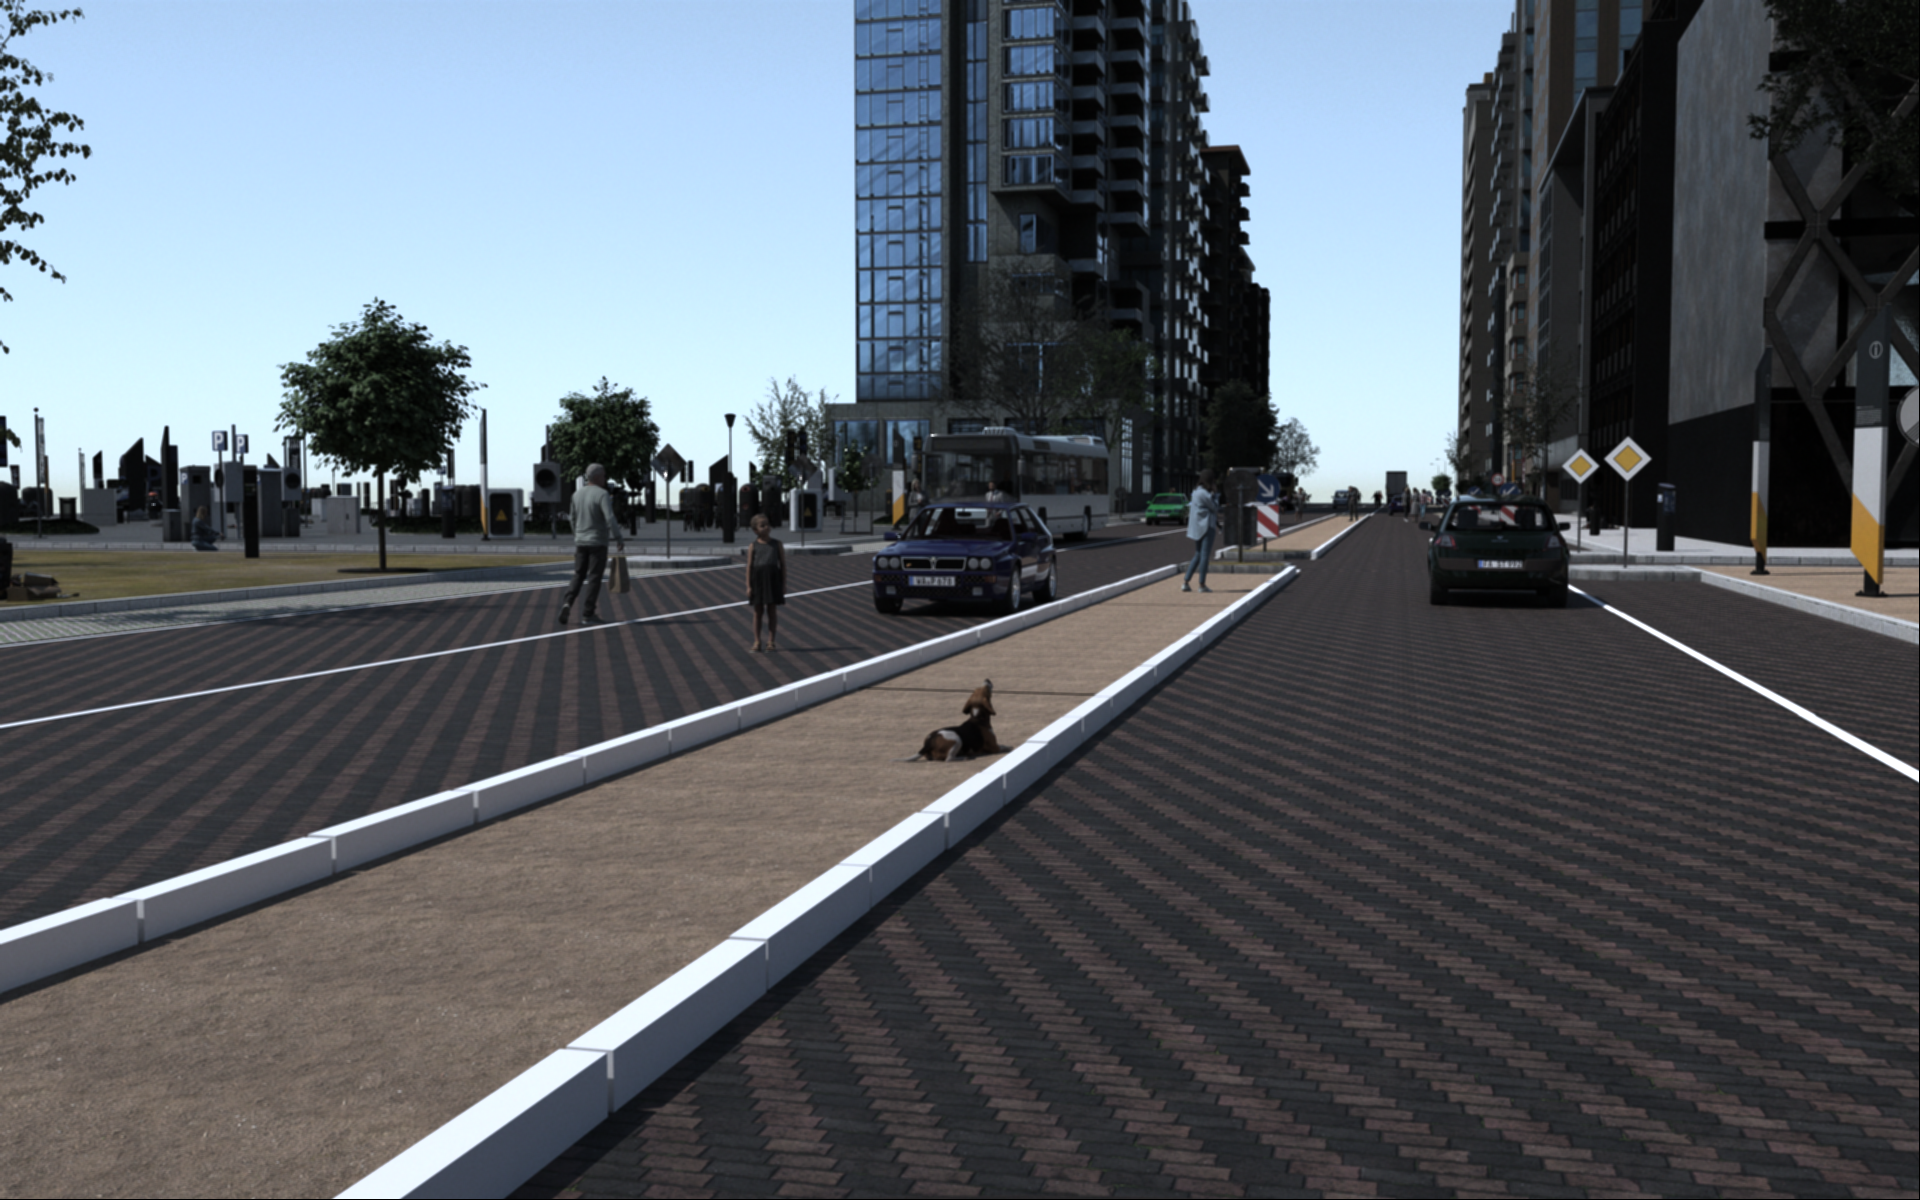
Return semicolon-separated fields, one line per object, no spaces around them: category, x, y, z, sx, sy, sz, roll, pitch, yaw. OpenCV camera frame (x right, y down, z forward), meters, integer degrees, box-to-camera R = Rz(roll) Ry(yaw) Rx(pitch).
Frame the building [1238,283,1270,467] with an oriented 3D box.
building;34.375;-28.343;235.108;14.160;30.474;14.107;1;4;14

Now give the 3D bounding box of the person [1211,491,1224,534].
person;9.062;-3.293;62.180;0.795;1.843;0.661;-2;4;-25

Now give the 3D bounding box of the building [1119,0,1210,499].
building;11.536;-33.298;164.031;23.786;49.044;30.456;1;4;14

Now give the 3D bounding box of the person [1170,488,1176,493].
person;13.447;-6.170;109.348;0.573;1.828;0.580;2;4;29

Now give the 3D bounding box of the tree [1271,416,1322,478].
tree;51.327;-21.986;269.834;12.009;13.543;11.850;0;3;0

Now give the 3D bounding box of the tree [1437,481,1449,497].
tree;68.205;-15.329;245.230;1.663;3.219;1.824;0;3;0

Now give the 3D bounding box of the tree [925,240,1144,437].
tree;3.584;-10.588;83.485;12.009;13.543;11.850;0;3;0

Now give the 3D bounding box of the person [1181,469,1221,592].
person;3.493;-1.001;25.138;0.793;1.790;0.793;3;5;41

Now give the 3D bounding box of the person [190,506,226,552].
person;-17.620;-1.622;40.521;0.738;1.151;1.012;-2;4;-26

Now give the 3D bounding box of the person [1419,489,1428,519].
person;26.846;-5.571;100.417;0.563;1.720;0.643;3;5;45

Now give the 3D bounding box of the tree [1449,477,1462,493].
tree;51.845;-11.248;178.503;1.663;3.219;1.824;0;3;0

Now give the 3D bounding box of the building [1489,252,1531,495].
building;56.429;-17.709;134.588;27.650;21.520;28.899;1;4;14

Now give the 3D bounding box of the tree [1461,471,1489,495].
tree;40.467;-8.591;135.066;1.663;3.219;1.824;0;3;0

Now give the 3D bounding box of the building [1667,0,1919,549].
building;28.342;-10.797;43.988;16.811;18.784;16.820;1;4;14

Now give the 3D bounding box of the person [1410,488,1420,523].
person;22.905;-4.782;87.262;0.480;1.755;0.524;-1;4;-11

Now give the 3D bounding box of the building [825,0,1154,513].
building;3.759;-50.113;132.024;22.319;86.520;31.000;1;4;14

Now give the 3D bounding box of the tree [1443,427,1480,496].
tree;55.143;-14.684;190.438;4.360;8.622;3.978;0;3;0

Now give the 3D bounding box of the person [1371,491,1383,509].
person;39.442;-9.442;163.700;1.217;1.723;0.721;2;4;31

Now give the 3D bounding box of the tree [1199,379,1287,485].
tree;30.622;-17.231;188.384;9.857;13.997;8.962;0;3;0

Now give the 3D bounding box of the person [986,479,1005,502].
person;0.849;-2.047;42.248;0.678;1.792;0.850;2;4;34

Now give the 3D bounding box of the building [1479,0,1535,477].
building;61.881;-33.240;163.090;23.786;49.044;30.456;1;4;14

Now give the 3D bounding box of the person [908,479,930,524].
person;-0.993;-2.046;42.135;0.537;1.800;0.526;0;4;-3

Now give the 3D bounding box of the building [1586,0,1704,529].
building;32.889;-14.694;69.929;12.332;23.373;15.834;1;4;14

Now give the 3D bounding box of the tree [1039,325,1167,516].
tree;8.578;-10.866;103.419;9.928;11.665;9.643;0;3;0

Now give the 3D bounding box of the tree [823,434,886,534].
tree;-3.456;-3.726;55.525;1.663;3.219;1.824;0;3;0

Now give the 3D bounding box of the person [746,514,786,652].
person;-1.760;-0.158;15.752;0.362;1.253;0.373;0;4;-2

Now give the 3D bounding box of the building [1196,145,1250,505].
building;24.103;-34.276;215.029;22.147;44.769;28.867;1;4;14

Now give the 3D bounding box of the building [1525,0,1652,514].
building;45.494;-28.399;114.435;14.600;45.320;14.200;1;4;14

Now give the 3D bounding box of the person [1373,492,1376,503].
person;63.721;-15.711;265.396;0.705;1.821;1.348;-2;4;-28

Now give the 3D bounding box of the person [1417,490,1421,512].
person;37.569;-8.119;141.688;0.683;1.767;0.568;-1;4;-10

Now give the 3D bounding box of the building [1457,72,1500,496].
building;82.286;-43.122;247.038;21.231;58.520;28.212;1;4;14

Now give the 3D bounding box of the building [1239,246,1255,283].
building;30.029;-34.474;255.533;32.217;40.220;23.993;1;4;14

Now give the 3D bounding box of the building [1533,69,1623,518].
building;39.462;-16.753;92.971;14.314;24.678;30.058;1;4;14

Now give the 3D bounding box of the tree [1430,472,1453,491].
tree;71.149;-16.634;255.677;4.285;4.588;4.351;0;3;0

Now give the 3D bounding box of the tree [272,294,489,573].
tree;-9.499;-2.748;28.642;4.285;4.588;4.351;0;3;0

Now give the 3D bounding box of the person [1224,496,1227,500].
person;22.520;-8.199;145.743;0.628;1.438;0.799;1;4;15

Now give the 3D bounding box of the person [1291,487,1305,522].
person;17.469;-4.934;89.528;0.716;1.782;0.532;1;4;15

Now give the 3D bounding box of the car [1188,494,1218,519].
car;13.861;-5.506;99.618;1.945;1.707;3.694;1;4;13

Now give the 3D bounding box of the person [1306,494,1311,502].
person;49.178;-14.208;243.987;0.799;1.438;0.628;1;4;12

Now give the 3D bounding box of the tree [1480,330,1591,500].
tree;25.805;-7.765;77.326;4.360;8.622;3.978;0;3;0

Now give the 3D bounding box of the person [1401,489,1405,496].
person;34.457;-7.717;134.537;0.709;1.838;0.599;-1;4;-15

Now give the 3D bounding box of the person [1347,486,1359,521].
person;20.562;-5.038;90.673;0.655;1.846;0.447;3;5;41

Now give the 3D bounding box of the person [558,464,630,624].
person;-3.999;-0.614;19.022;0.782;1.767;0.515;2;4;29

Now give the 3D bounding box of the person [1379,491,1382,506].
person;49.926;-12.085;206.019;0.705;1.831;1.348;-1;4;-15

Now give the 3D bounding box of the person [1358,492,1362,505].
person;54.220;-13.831;235.319;0.721;1.739;1.217;-2;4;-35

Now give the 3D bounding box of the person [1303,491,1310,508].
person;36.341;-10.663;182.925;1.350;1.814;0.705;0;4;7

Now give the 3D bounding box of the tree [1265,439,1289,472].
tree;40.215;-16.715;223.653;4.737;8.622;4.395;0;3;0

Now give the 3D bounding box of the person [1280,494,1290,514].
person;22.787;-6.706;121.376;0.697;1.427;0.421;0;4;6

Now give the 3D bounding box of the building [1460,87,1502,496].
building;70.252;-35.334;201.420;21.300;48.544;21.600;1;4;14

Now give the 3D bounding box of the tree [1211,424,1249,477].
tree;28.208;-14.042;179.941;4.360;8.622;3.978;0;3;0

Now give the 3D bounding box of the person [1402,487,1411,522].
person;23.318;-4.980;90.108;0.709;1.800;0.728;0;4;-8

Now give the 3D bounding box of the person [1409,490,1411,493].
person;45.266;-10.140;174.295;1.348;1.824;0.705;3;5;44

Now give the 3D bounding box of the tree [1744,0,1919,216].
tree;10.439;-4.882;14.235;7.601;10.594;8.767;-3;5;-43
